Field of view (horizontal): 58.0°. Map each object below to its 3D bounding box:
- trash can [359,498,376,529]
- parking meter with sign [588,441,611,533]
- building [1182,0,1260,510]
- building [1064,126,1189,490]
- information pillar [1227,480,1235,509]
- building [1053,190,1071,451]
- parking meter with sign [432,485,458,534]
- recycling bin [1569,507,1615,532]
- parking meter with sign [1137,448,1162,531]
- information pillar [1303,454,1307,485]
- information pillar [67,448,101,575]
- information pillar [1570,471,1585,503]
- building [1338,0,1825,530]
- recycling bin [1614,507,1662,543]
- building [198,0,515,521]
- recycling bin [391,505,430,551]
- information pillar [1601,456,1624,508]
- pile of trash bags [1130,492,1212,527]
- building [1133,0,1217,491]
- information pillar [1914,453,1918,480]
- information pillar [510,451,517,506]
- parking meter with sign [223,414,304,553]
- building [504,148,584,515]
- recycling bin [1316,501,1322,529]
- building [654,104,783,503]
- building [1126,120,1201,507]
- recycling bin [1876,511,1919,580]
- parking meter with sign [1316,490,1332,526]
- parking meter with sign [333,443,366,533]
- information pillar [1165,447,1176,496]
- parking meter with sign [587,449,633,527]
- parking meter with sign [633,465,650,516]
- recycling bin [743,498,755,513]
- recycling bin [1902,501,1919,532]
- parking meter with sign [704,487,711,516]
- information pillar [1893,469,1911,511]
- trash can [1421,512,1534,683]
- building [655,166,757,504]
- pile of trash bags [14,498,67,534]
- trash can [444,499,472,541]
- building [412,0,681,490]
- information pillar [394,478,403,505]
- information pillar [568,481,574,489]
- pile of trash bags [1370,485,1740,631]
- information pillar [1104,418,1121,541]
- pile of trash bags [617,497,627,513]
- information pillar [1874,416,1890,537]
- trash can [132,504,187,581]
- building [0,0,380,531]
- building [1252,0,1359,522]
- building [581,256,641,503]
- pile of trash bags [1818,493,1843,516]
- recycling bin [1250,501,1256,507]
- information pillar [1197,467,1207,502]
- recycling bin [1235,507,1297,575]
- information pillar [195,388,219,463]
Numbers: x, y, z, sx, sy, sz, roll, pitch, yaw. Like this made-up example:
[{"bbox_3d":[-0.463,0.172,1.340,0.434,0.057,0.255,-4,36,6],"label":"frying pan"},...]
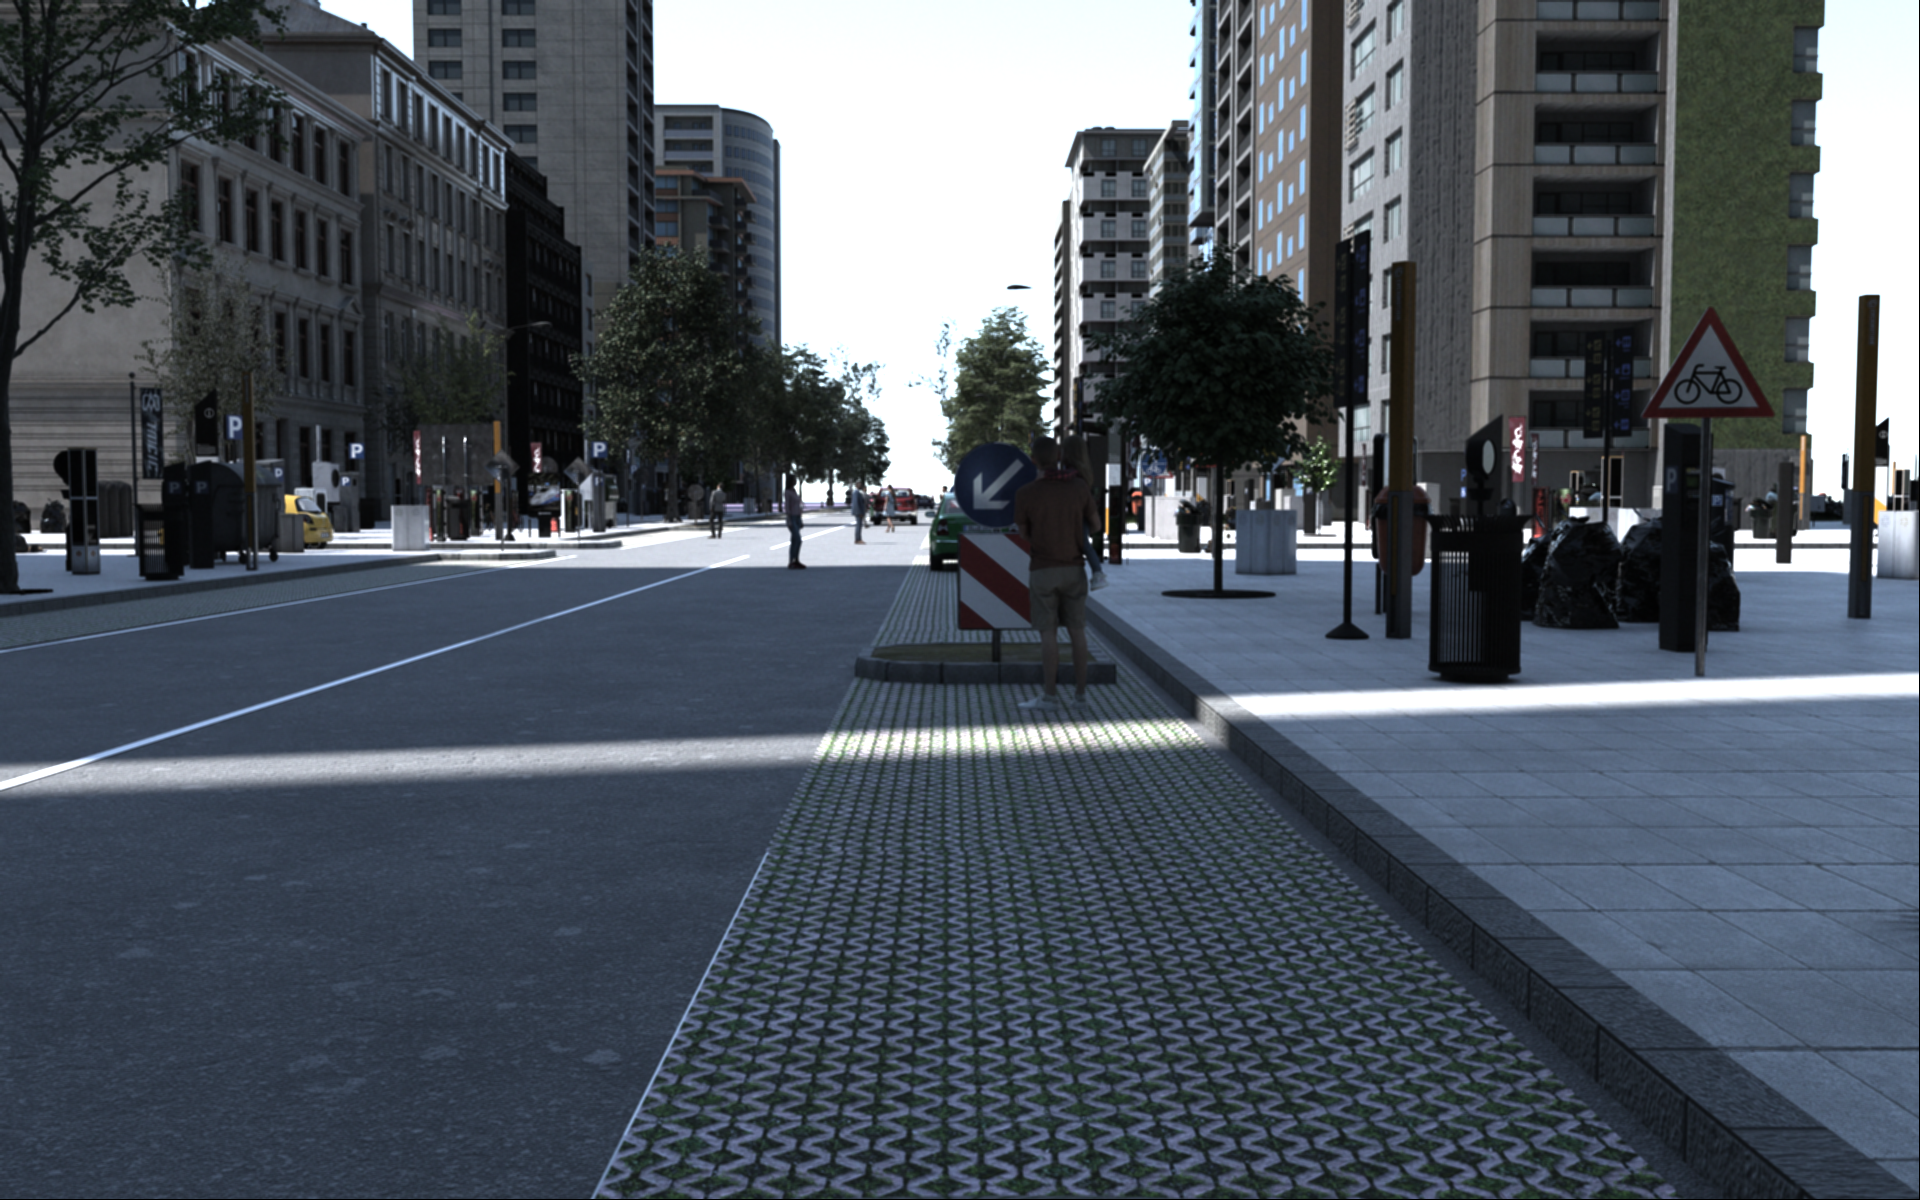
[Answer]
[{"bbox_3d":[-21.644,-3.146,63.088,0.748,1.137,0.748,0,3,0],"label":"trash can"},{"bbox_3d":[-12.120,-3.788,58.196,0.543,3.016,1.738,-1,4,-13],"label":"parking meter with sign"},{"bbox_3d":[25.937,-41.096,110.180,20.563,71.187,20.611,0,4,0],"label":"building"},{"bbox_3d":[29.882,-40.111,245.045,28.713,52.752,27.495,0,4,0],"label":"building"},{"bbox_3d":[14.248,-5.293,91.033,0.304,2.012,0.304,-1,4,-22],"label":"information pillar"},{"bbox_3d":[25.853,-39.518,269.813,21.300,48.544,21.600,0,4,0],"label":"building"},{"bbox_3d":[-16.726,-3.653,55.984,0.543,3.016,1.738,1,4,18],"label":"parking meter with sign"},{"bbox_3d":[12.089,-1.251,33.007,0.722,1.027,0.722,0,4,-4],"label":"recycling bin"},{"bbox_3d":[6.687,-3.980,61.340,0.543,3.016,1.738,1,4,19],"label":"parking meter with sign"},{"bbox_3d":[15.408,-5.259,77.339,0.183,3.616,0.504,0,4,-4],"label":"information pillar"},{"bbox_3d":[-13.969,-1.415,27.627,0.304,2.012,0.304,1,4,14],"label":"information pillar"},{"bbox_3d":[19.901,-3.142,55.867,0.304,2.012,0.304,-2,4,-27],"label":"information pillar"},{"bbox_3d":[23.357,-23.473,67.373,14.086,41.232,14.154,0,4,0],"label":"building"},{"bbox_3d":[11.945,-1.076,30.146,0.722,1.027,0.722,0,4,-5],"label":"recycling bin"},{"bbox_3d":[-33.002,-18.082,92.910,12.463,27.353,25.104,0,4,0],"label":"building"},{"bbox_3d":[-12.382,-1.621,39.051,0.722,1.027,0.722,0,4,-7],"label":"recycling bin"},{"bbox_3d":[12.779,-1.803,33.964,0.304,2.012,0.304,0,4,-6],"label":"information pillar"},{"bbox_3d":[8.482,-3.634,69.166,3.447,1.369,1.912,1,4,22],"label":"pile of trash bags"},{"bbox_3d":[27.248,-50.708,141.739,22.319,86.520,31.000,0,4,0],"label":"building"},{"bbox_3d":[55.110,-6.638,99.888,0.183,3.616,0.504,3,4,36],"label":"information pillar"},{"bbox_3d":[-22.336,-5.802,86.219,0.504,3.616,0.183,-1,4,-13],"label":"information pillar"},{"bbox_3d":[-15.199,-2.548,37.928,1.738,3.016,0.543,1,4,18],"label":"parking meter with sign"},{"bbox_3d":[-32.565,-17.357,113.465,12.332,23.373,15.834,0,4,0],"label":"building"},{"bbox_3d":[13.101,-3.187,64.659,0.722,1.027,0.722,1,4,23],"label":"recycling bin"},{"bbox_3d":[-38.744,-44.035,261.963,21.231,58.520,28.212,0,4,0],"label":"building"},{"bbox_3d":[31.715,-29.344,171.661,32.217,40.220,23.993,0,4,0],"label":"building"},{"bbox_3d":[14.453,-0.838,26.249,0.722,1.027,0.722,-1,4,-15],"label":"recycling bin"},{"bbox_3d":[14.637,-4.522,70.189,0.543,3.016,1.738,-1,4,-9],"label":"parking meter with sign"},{"bbox_3d":[-20.562,-3.792,58.253,0.543,3.016,1.738,0,4,2],"label":"parking meter with sign"},{"bbox_3d":[9.506,-5.307,78.122,0.504,3.616,0.183,2,4,25],"label":"information pillar"},{"bbox_3d":[-13.742,-4.347,67.333,1.738,3.016,0.543,0,4,3],"label":"parking meter with sign"},{"bbox_3d":[-19.094,-6.556,103.445,0.543,3.016,1.738,-3,4,-38],"label":"parking meter with sign"},{"bbox_3d":[-14.000,-6.273,115.117,0.722,1.027,0.722,0,4,-1],"label":"recycling bin"},{"bbox_3d":[35.255,-3.121,63.576,0.722,1.027,0.722,0,4,-2],"label":"recycling bin"},{"bbox_3d":[-15.117,-6.585,103.932,0.543,3.016,1.738,-1,4,-22],"label":"parking meter with sign"},{"bbox_3d":[27.419,-2.810,50.429,0.304,2.012,0.304,-2,4,-25],"label":"information pillar"},{"bbox_3d":[3.555,-0.018,11.941,0.748,1.137,0.748,0,3,0],"label":"trash can"},{"bbox_3d":[-39.147,-35.392,233.275,22.147,44.769,28.867,0,4,0],"label":"building"},{"bbox_3d":[-30.939,-2.864,56.582,3.447,1.369,1.912,-1,4,-12],"label":"pile of trash bags"},{"bbox_3d":[-13.905,-2.223,47.997,0.748,1.137,0.748,0,3,0],"label":"trash can"},{"bbox_3d":[-36.837,-44.093,159.174,20.563,71.187,20.611,0,4,0],"label":"building"},{"bbox_3d":[-25.831,-4.599,79.687,0.304,2.012,0.304,-1,4,-10],"label":"information pillar"},{"bbox_3d":[-21.819,-5.669,97.176,0.304,2.012,0.304,0,4,-3],"label":"information pillar"},{"bbox_3d":[5.860,-0.461,17.283,3.447,1.369,1.912,1,4,13],"label":"pile of trash bags"},{"bbox_3d":[4.209,-3.442,47.626,0.504,3.616,0.183,-3,4,-38],"label":"information pillar"},{"bbox_3d":[-23.673,-6.562,117.041,3.447,1.369,1.912,-3,4,-38],"label":"pile of trash bags"},{"bbox_3d":[27.644,-3.714,52.071,0.504,3.616,0.183,2,4,33],"label":"information pillar"},{"bbox_3d":[-11.919,-0.867,25.835,0.748,1.137,0.748,0,3,0],"label":"trash can"},{"bbox_3d":[-32.545,-14.298,69.925,11.583,22.565,21.152,0,4,0],"label":"building"},{"bbox_3d":[22.783,-26.635,85.589,14.600,45.320,14.200,0,4,0],"label":"building"},{"bbox_3d":[-41.314,-17.793,135.950,27.650,21.520,28.899,0,4,0],"label":"building"},{"bbox_3d":[50.762,-5.578,100.951,1.912,1.369,3.447,0,4,6],"label":"pile of trash bags"},{"bbox_3d":[11.106,-3.127,63.679,0.722,1.027,0.722,2,4,26],"label":"recycling bin"},{"bbox_3d":[11.915,-5.738,85.168,0.504,3.616,0.183,-1,4,-10],"label":"information pillar"},{"bbox_3d":[4.910,-0.931,27.777,0.722,1.027,0.722,-3,5,-40],"label":"recycling bin"},{"bbox_3d":[-16.620,-2.871,38.296,0.504,3.616,0.183,0,4,2],"label":"information pillar"}]
